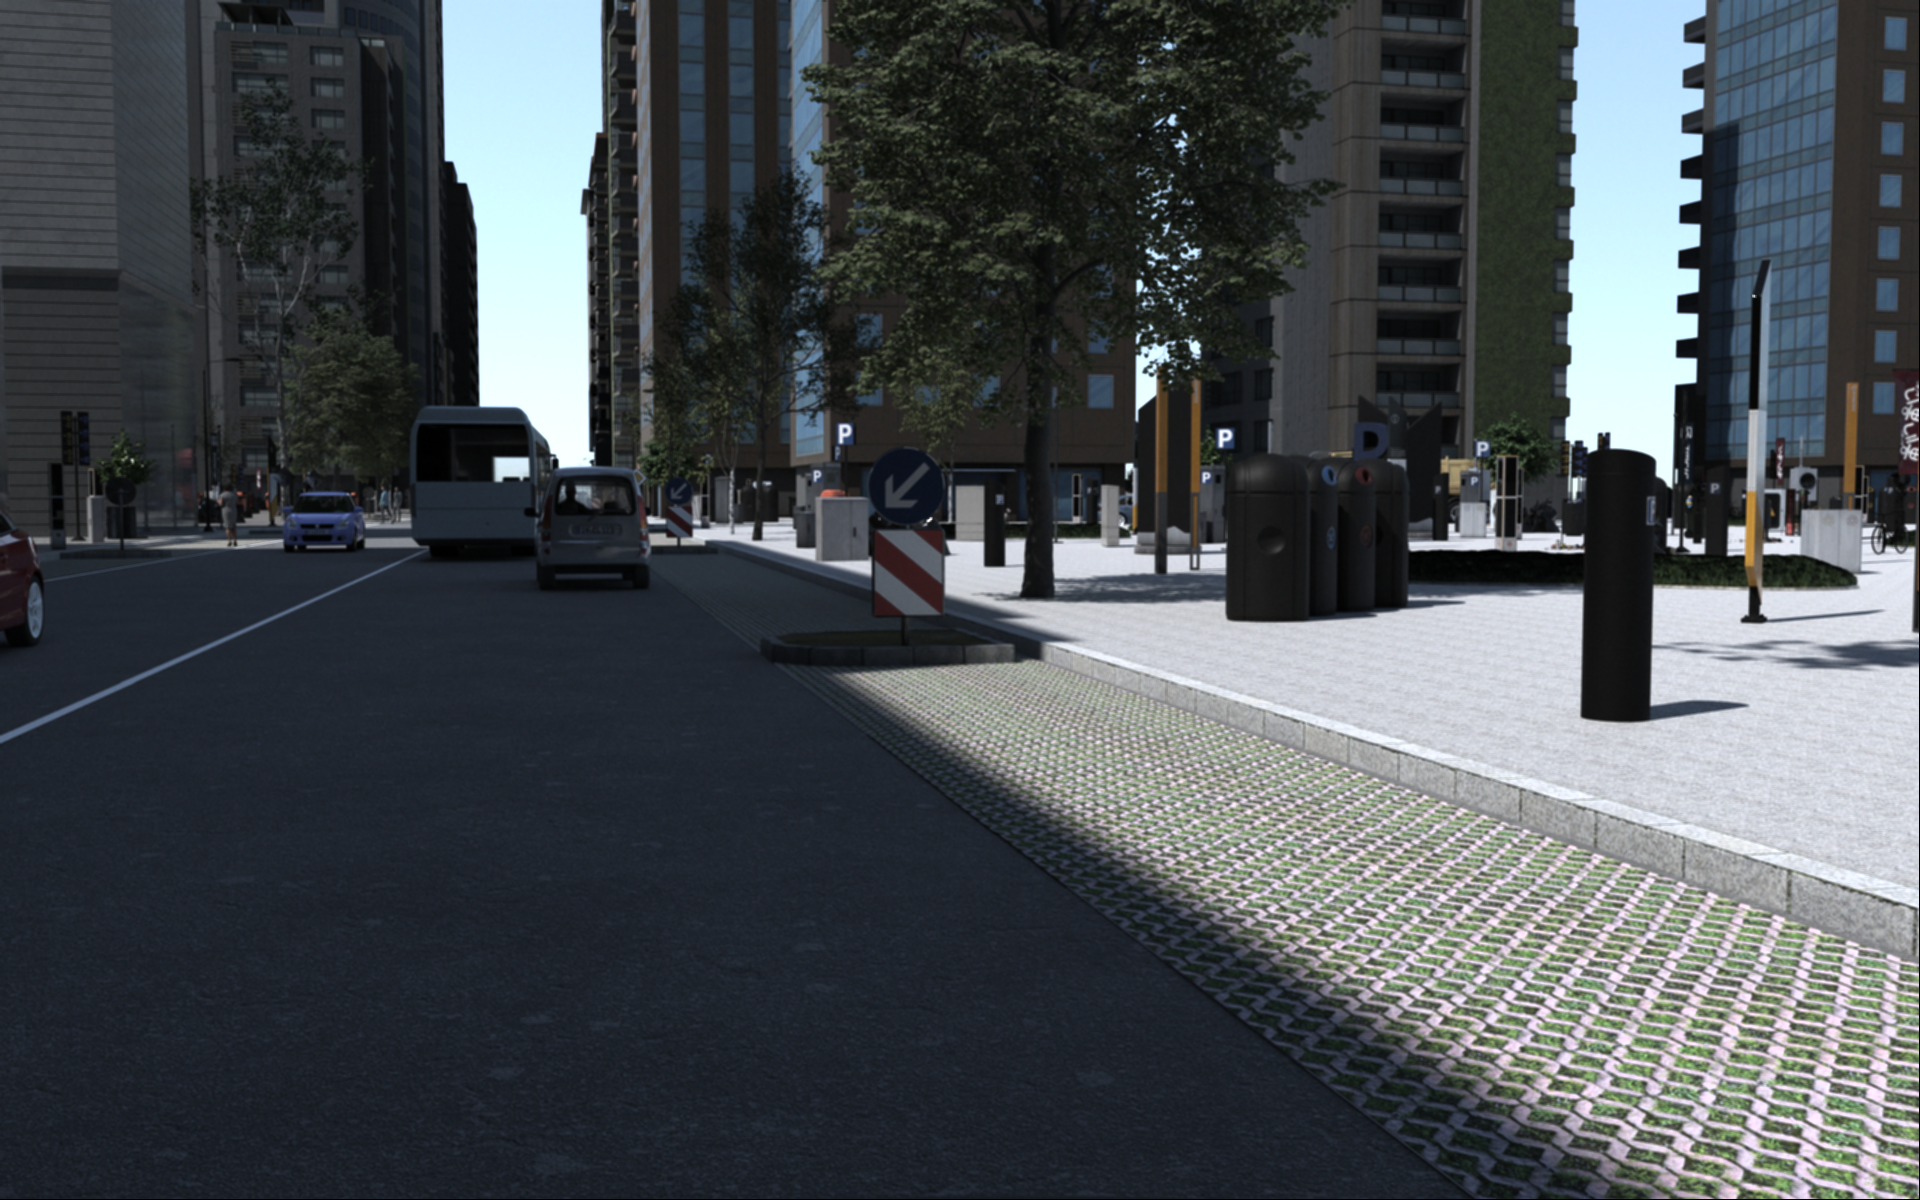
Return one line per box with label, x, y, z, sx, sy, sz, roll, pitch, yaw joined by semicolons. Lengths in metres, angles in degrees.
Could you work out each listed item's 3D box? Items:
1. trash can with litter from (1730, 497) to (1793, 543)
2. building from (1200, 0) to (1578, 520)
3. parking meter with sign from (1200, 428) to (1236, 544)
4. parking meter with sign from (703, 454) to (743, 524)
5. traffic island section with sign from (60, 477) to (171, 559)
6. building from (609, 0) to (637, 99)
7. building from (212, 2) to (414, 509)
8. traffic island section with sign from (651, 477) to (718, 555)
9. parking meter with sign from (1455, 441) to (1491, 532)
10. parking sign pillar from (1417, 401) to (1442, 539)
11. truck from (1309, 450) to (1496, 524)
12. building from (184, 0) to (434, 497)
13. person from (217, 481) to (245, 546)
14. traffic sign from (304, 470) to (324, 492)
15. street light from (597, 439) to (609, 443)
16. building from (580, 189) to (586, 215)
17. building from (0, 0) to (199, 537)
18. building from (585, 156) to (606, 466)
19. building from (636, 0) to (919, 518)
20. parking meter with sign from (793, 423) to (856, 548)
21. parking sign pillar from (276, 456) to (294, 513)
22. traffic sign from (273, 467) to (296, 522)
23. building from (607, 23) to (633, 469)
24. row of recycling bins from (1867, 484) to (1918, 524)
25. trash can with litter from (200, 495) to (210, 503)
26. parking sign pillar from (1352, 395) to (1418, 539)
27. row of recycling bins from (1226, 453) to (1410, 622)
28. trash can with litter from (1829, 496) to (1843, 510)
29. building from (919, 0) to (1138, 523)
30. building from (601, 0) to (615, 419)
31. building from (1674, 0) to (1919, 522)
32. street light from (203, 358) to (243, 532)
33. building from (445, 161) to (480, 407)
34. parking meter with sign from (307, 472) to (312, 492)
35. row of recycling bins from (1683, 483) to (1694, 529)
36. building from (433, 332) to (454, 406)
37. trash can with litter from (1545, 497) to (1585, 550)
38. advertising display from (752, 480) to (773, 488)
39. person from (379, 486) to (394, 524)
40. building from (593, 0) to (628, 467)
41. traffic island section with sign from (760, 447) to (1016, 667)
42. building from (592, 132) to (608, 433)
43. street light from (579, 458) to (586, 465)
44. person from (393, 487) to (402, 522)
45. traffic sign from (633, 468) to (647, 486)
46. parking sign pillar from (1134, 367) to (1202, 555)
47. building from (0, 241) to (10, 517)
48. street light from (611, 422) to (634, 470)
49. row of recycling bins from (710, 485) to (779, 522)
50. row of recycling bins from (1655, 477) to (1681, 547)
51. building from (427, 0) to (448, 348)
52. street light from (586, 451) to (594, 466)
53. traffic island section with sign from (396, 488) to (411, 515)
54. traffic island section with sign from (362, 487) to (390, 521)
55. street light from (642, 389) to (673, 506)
trash can with litter;21.294;-2.147;46.161;1.678;1.210;2.233;2;4;33
building;21.306;-24.751;88.268;14.086;41.232;14.154;-1;4;-13
parking meter with sign;6.550;-2.991;45.170;0.543;3.016;1.738;2;4;35
parking meter with sign;-10.176;-4.799;74.730;1.738;3.016;0.543;2;4;23
traffic island section with sign;-18.931;-1.855;38.963;1.989;1.847;2.006;-1;4;-13
building;-14.391;-28.990;128.609;22.147;44.769;28.867;-1;4;-13
building;-54.964;-28.439;148.566;14.154;41.232;14.086;-1;4;-13
traffic island section with sign;-6.938;-2.026;41.760;1.989;1.847;2.006;-1;4;-13
parking meter with sign;16.935;-3.742;57.446;0.543;3.016;1.738;0;4;-8
parking sign pillar;13.309;-3.778;50.242;1.447;3.967;1.447;-2;4;-27
truck;19.621;-5.005;77.762;9.791;3.379;3.469;-1;4;-11
building;-63.139;-38.276;167.813;21.231;58.520;28.212;-1;4;-13
person;-19.878;-2.347;47.230;0.532;1.782;0.716;3;5;43
traffic sign;-26.371;-4.103;70.731;0.795;2.450;0.064;-1;4;-13
street light;-31.208;-11.009;152.539;1.470;5.913;1.316;-1;4;-13
building;-48.769;-42.969;291.789;28.713;52.752;27.495;-1;4;-13
building;-40.545;-16.846;52.920;29.804;29.767;11.434;-1;4;-13
building;-41.717;-41.346;265.252;28.713;52.752;27.495;-1;4;-13
building;-11.109;-27.460;99.082;14.600;45.320;14.200;-1;4;-13
parking meter with sign;-3.251;-2.779;41.699;0.543;3.016;1.738;2;4;34
parking sign pillar;-47.072;-8.071;120.430;1.447;3.967;1.447;-2;4;-27
traffic sign;-24.544;-3.628;62.957;0.795;2.450;0.064;-1;4;-13
building;-24.412;-28.897;156.053;14.154;41.232;14.086;-1;4;-13
row of recycling bins;40.213;-4.101;74.169;3.534;1.692;1.069;2;4;23
trash can with litter;-45.767;-5.688;104.055;2.233;1.210;1.678;-1;4;-23
parking sign pillar;11.262;-3.568;46.805;1.447;3.967;1.447;-3;5;-45
row of recycling bins;3.883;-0.713;18.769;1.069;1.692;3.534;3;4;36
trash can with litter;33.082;-3.375;66.242;2.233;1.210;1.678;0;4;2
building;-0.394;-26.519;83.702;14.200;45.320;14.600;-1;4;-13
building;-40.944;-49.050;240.211;20.563;71.187;20.611;-1;4;-13
building;48.828;-27.002;91.596;14.200;45.320;14.600;-1;4;-13
street light;-25.144;-5.294;59.100;1.470;5.913;1.316;-1;4;-13
building;-82.219;-38.485;252.924;21.300;48.544;21.600;-1;4;-13
parking meter with sign;-51.178;-8.546;135.995;0.543;3.016;1.738;0;4;-5
row of recycling bins;27.697;-3.563;65.361;1.069;1.692;3.534;3;4;36
building;-72.380;-21.469;196.055;27.650;21.520;28.899;-1;4;-13
trash can with litter;14.707;-1.789;40.309;2.233;1.210;1.678;1;4;11
advertising display;-9.318;-4.673;81.619;0.974;1.923;0.123;0;4;2
person;-27.461;-4.553;82.799;0.748;1.841;0.638;2;4;30
building;-26.481;-52.954;178.470;22.319;86.520;31.000;-1;4;-13
traffic island section with sign;-0.724;-0.407;15.281;1.989;1.847;2.006;-1;4;-13
building;-32.826;-33.922;209.250;22.147;44.769;28.867;-1;4;-13
street light;-49.756;-15.837;231.482;1.470;5.913;1.316;-1;4;-13
person;-29.399;-5.007;90.470;0.635;1.810;0.391;1;4;21
traffic sign;-12.278;-3.802;65.807;0.795;2.450;0.064;-1;4;-13
parking sign pillar;4.468;-2.975;37.119;1.447;3.967;1.447;3;4;36
building;-26.065;-13.062;18.076;19.350;26.468;34.151;-1;4;-13
street light;-21.633;-8.512;111.712;1.470;5.913;1.316;-1;4;-13
row of recycling bins;-10.033;-4.389;78.869;3.534;1.692;1.069;0;4;-6
row of recycling bins;14.391;-1.818;36.833;1.069;1.692;3.534;1;4;14
building;-77.312;-48.532;231.744;20.563;71.187;20.611;-1;4;-13
street light;-39.283;-13.123;187.100;1.470;5.913;1.316;-1;4;-13
traffic island section with sign;-37.659;-6.731;118.678;1.989;1.847;2.006;-1;4;-13
traffic island section with sign;-31.456;-5.118;92.299;1.989;1.847;2.006;-1;4;-13
street light;-13.372;-6.384;76.925;1.470;5.913;1.316;-1;4;-13
